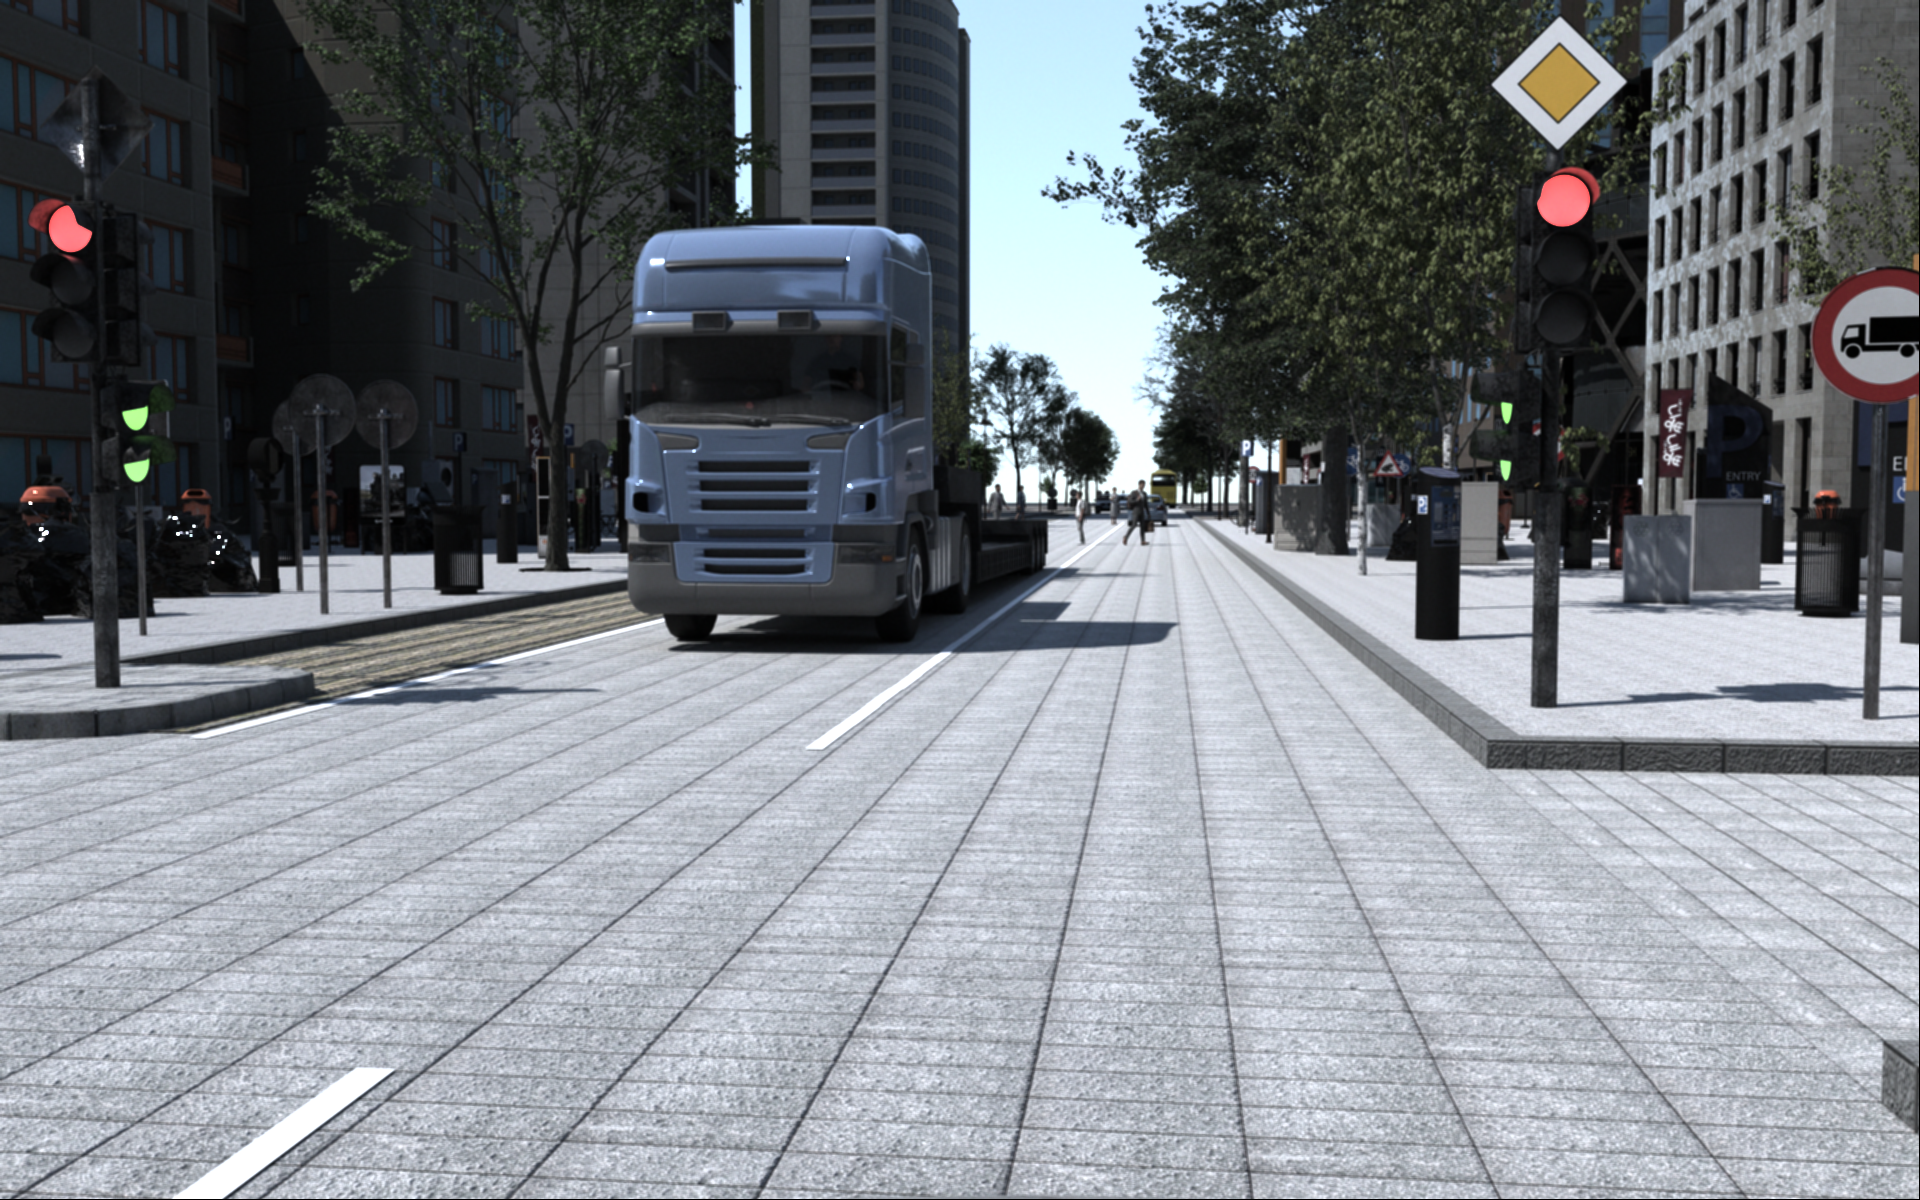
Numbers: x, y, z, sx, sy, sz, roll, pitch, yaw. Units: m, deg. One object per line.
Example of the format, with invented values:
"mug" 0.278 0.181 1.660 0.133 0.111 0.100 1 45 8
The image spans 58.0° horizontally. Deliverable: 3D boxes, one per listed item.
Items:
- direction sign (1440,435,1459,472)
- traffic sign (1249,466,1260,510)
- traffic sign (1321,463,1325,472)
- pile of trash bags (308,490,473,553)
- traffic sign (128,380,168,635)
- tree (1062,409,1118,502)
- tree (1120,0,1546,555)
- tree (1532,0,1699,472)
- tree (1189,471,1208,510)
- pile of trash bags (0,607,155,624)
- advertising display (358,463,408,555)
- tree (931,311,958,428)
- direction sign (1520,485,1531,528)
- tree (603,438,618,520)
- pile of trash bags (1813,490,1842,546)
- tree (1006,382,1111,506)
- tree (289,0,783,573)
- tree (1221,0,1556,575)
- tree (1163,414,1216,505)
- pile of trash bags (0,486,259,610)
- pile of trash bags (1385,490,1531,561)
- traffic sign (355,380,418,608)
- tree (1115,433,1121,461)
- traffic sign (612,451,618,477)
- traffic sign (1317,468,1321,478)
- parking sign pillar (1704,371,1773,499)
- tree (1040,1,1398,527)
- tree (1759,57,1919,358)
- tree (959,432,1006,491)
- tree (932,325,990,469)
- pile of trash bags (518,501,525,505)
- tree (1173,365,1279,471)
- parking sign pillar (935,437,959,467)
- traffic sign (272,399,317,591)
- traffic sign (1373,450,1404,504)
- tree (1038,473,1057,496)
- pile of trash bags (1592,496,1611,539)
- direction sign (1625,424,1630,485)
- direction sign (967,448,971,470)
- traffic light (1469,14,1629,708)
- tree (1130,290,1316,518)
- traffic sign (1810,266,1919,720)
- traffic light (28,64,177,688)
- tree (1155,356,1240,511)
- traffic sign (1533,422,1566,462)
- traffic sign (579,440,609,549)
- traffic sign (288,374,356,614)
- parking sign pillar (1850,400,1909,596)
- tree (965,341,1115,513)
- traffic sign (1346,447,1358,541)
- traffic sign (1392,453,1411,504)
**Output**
"direction sign" 18.721 -4.545 66.316 0.379 3.537 0.876 -2 4 -30
"traffic sign" 13.379 -4.834 79.145 0.768 2.556 0.104 1 4 15
"traffic sign" 11.911 -3.281 55.775 0.606 2.300 0.079 1 4 9
"pile of trash bags" -12.732 -1.764 38.591 3.447 1.369 1.912 -3 5 -39
"traffic sign" -7.408 -0.827 15.649 0.606 2.300 0.079 1 4 16
"tree" 17.360 -19.197 232.002 7.486 12.596 7.792 0 3 0
"tree" 7.861 -7.928 36.283 9.857 13.997 8.962 0 3 0
"tree" 5.464 -4.189 18.848 4.737 8.622 4.395 0 3 0
"tree" 19.925 -9.042 142.437 1.663 3.219 1.824 0 3 0
"pile of trash bags" -10.143 -0.473 17.481 1.912 1.369 3.447 3 5 45
"advertising display" -12.166 -1.915 36.517 0.974 1.923 0.123 -1 4 -9
"tree" -2.224 -7.041 65.475 4.360 8.622 3.978 0 3 0
"direction sign" 21.311 -4.476 65.182 0.379 3.537 0.876 -2 4 -34
"tree" -16.492 -6.252 85.934 4.285 4.588 4.351 0 3 0
"pile of trash bags" 22.525 -1.970 41.962 3.447 1.369 1.912 3 5 40
"tree" 7.787 -12.824 144.085 8.767 10.594 7.601 -2 4 -29
"tree" -6.764 -6.273 28.322 9.928 11.665 9.643 0 3 0
"tree" 6.234 -4.682 26.906 4.737 8.622 4.395 0 3 0
"tree" 28.396 -17.452 211.087 9.928 11.665 9.643 0 3 0
"pile of trash bags" -10.326 -0.716 21.464 1.912 1.369 3.447 1 4 9
"pile of trash bags" 9.937 -1.487 34.069 1.912 1.369 3.447 3 5 43
"traffic sign" -6.437 -1.180 19.406 0.768 2.556 0.104 1 4 9
"tree" 19.267 -19.538 245.206 9.928 11.665 9.643 0 3 0
"traffic sign" -7.996 -2.396 41.298 0.606 2.300 0.079 1 4 9
"traffic sign" 16.889 -4.893 80.110 0.768 2.556 0.104 1 4 15
"parking sign pillar" 16.904 -3.008 37.659 1.447 3.967 1.447 2 4 34
"tree" 9.914 -12.971 67.966 12.611 20.169 13.585 0 3 0
"tree" 15.465 -4.743 27.904 4.737 8.622 4.395 0 3 0
"tree" 0.777 -6.588 91.425 4.285 4.588 4.351 0 3 0
"tree" -0.543 -7.600 74.630 4.737 8.622 4.395 0 3 0
"pile of trash bags" -18.421 -3.780 71.551 1.912 1.369 3.447 1 4 14
"tree" 17.184 -10.732 109.884 7.601 10.594 8.767 -3 4 -37
"parking sign pillar" -0.641 -5.661 81.033 1.447 3.967 1.447 3 5 43
"traffic sign" -8.718 -1.388 22.801 0.768 2.556 0.104 1 4 12
"traffic sign" 12.605 -3.121 51.026 0.884 2.594 0.081 1 4 15
"tree" 7.695 -9.775 154.427 1.663 3.219 1.824 0 3 0
"pile of trash bags" 17.698 -2.397 48.944 1.912 1.369 3.447 -1 4 -22
"direction sign" 21.817 -3.955 56.664 0.379 3.537 0.876 2 4 25
"direction sign" 0.429 -5.758 86.139 0.379 3.537 0.876 -1 4 -10
"traffic light" 3.504 -1.310 10.335 0.839 4.253 0.868 0 4 7
"tree" 14.201 -11.096 91.782 12.009 13.543 11.850 0 3 0
"traffic sign" 5.196 -0.593 9.804 0.768 2.556 0.104 1 4 16
"traffic light" -5.647 -1.374 11.389 0.839 4.253 0.868 0 4 7
"tree" 18.314 -12.858 128.361 7.486 12.596 7.792 0 3 0
"traffic sign" 10.206 -1.841 30.203 0.768 2.556 0.104 1 4 14
"traffic sign" -8.566 -2.471 40.512 0.768 2.556 0.104 1 4 16
"traffic sign" -6.797 -1.122 18.449 0.768 2.556 0.104 0 4 7
"parking sign pillar" 12.176 -2.062 22.190 1.447 3.967 1.447 2 4 32
"tree" 3.890 -11.764 118.090 9.928 11.665 9.643 0 3 0
"traffic sign" 10.566 -2.870 47.027 0.768 2.556 0.104 1 4 15
"traffic sign" 13.669 -3.297 54.020 0.768 2.556 0.104 1 4 10
